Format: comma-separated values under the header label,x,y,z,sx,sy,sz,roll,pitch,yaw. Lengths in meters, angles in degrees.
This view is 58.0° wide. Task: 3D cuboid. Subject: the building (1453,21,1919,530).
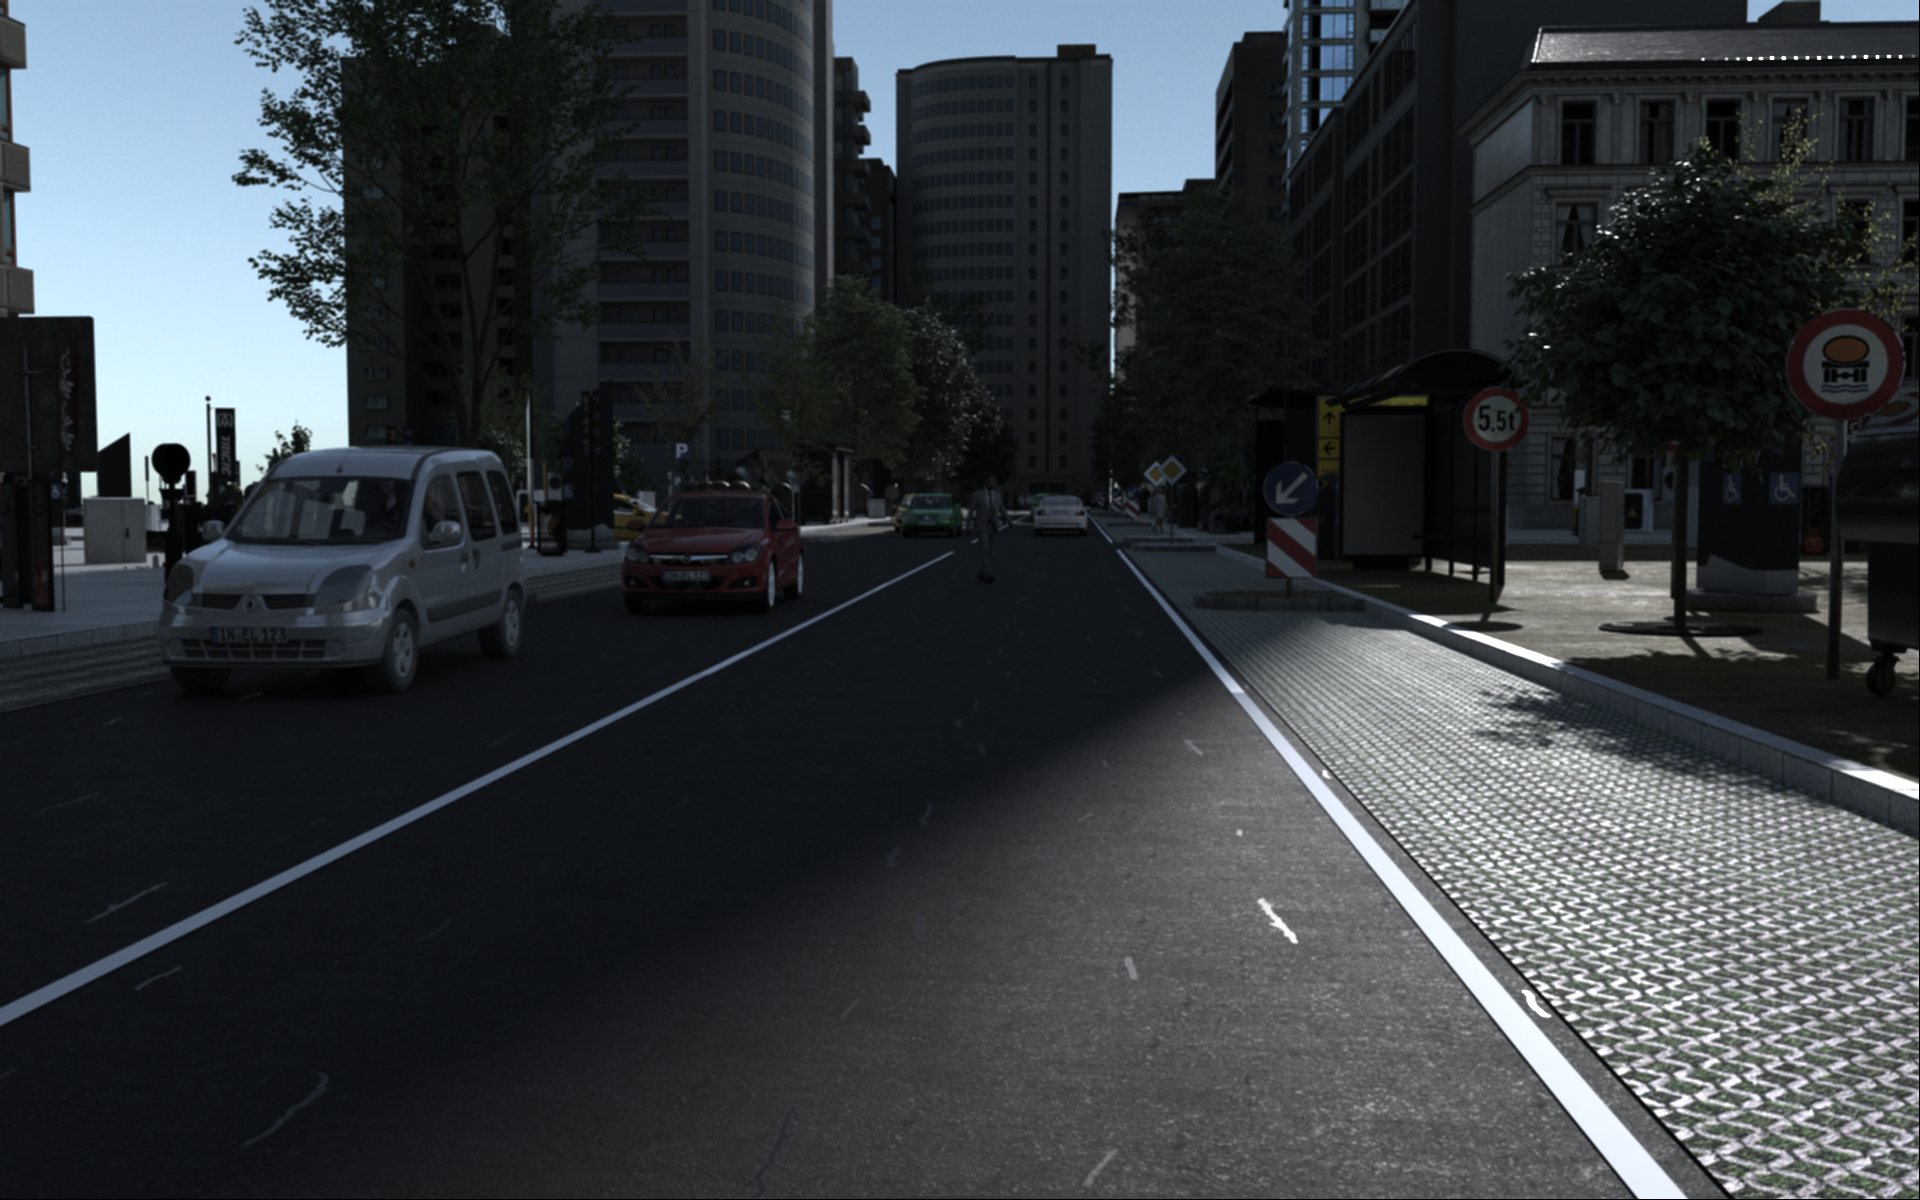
label,x,y,z,sx,sy,sz,roll,pitch,yaw
building,29.730,-12.335,66.297,19.286,19.102,10.561,0,4,4

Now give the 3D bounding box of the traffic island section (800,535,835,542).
label,x,y,z,sx,sy,sz,roll,pitch,yaw
traffic island section,-4.911,-1.862,52.724,2.009,0.180,2.903,0,4,4

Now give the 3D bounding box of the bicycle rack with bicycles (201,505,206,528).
label,x,y,z,sx,sy,sz,roll,pitch,yaw
bicycle rack with bicycles,-24.704,-2.702,57.553,2.925,0.926,2.852,-1,4,-20

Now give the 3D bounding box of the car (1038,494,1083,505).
label,x,y,z,sx,sy,sz,roll,pitch,yaw
car,4.485,-4.135,77.390,2.009,1.686,4.222,0,4,2

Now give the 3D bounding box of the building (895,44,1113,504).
label,x,y,z,sx,sy,sz,roll,pitch,yaw
building,5.905,-42.165,231.392,28.212,58.520,21.231,0,4,4

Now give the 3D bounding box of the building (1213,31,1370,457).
label,x,y,z,sx,sy,sz,roll,pitch,yaw
building,37.850,-33.957,178.900,21.300,48.544,21.600,0,4,4

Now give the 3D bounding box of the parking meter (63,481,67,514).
label,x,y,z,sx,sy,sz,roll,pitch,yaw
parking meter,-40.415,-4.421,77.987,0.255,1.863,0.399,0,4,-8

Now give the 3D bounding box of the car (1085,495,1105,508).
label,x,y,z,sx,sy,sz,roll,pitch,yaw
car,12.838,-9.256,163.909,1.945,1.354,3.894,0,4,2

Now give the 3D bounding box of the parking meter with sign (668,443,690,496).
label,x,y,z,sx,sy,sz,roll,pitch,yaw
parking meter with sign,-9.730,-3.868,59.511,0.543,3.016,1.738,-1,4,-21

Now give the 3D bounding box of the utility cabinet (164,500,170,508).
label,x,y,z,sx,sy,sz,roll,pitch,yaw
utility cabinet,-48.626,-5.985,106.530,0.318,1.500,1.173,-1,4,-8

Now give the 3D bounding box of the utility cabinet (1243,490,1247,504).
label,x,y,z,sx,sy,sz,roll,pitch,yaw
utility cabinet,14.241,-4.712,85.725,1.173,1.500,0.318,-3,5,-43

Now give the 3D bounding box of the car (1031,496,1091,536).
label,x,y,z,sx,sy,sz,roll,pitch,yaw
car,3.522,-2.943,60.477,2.083,1.381,4.827,0,4,4

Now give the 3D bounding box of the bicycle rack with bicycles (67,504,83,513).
label,x,y,z,sx,sy,sz,roll,pitch,yaw
bicycle rack with bicycles,-53.748,-5.670,106.093,2.925,0.926,2.852,-1,4,-11

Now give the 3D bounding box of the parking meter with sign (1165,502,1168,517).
label,x,y,z,sx,sy,sz,roll,pitch,yaw
parking meter with sign,12.162,-6.124,96.392,1.738,3.016,0.543,0,4,-6

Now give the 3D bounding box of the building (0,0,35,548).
label,x,y,z,sx,sy,sz,roll,pitch,yaw
building,-34.481,-10.866,22.694,28.899,21.520,27.650,0,4,4

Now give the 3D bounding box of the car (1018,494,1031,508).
label,x,y,z,sx,sy,sz,roll,pitch,yaw
car,6.995,-10.699,185.158,2.015,1.641,3.980,0,4,4

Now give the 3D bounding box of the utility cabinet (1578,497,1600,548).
label,x,y,z,sx,sy,sz,roll,pitch,yaw
utility cabinet,15.327,-1.852,41.447,1.020,1.237,0.306,-1,4,-13

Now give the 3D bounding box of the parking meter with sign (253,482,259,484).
label,x,y,z,sx,sy,sz,roll,pitch,yaw
parking meter with sign,-43.492,-6.804,107.512,1.738,3.016,0.543,0,4,-5

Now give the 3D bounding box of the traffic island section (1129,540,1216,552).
label,x,y,z,sx,sy,sz,roll,pitch,yaw
traffic island section,5.397,-1.332,44.059,2.009,0.180,2.903,0,4,4

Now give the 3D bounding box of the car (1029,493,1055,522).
label,x,y,z,sx,sy,sz,roll,pitch,yaw
car,4.524,-4.894,88.810,1.959,1.807,4.718,0,4,4

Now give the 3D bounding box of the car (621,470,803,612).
label,x,y,z,sx,sy,sz,roll,pitch,yaw
car,-3.115,-0.813,22.328,2.155,1.783,4.494,0,4,2

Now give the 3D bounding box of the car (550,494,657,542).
label,x,y,z,sx,sy,sz,roll,pitch,yaw
car,-9.394,-2.319,48.133,3.980,1.641,2.015,0,4,4

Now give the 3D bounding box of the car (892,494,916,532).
label,x,y,z,sx,sy,sz,roll,pitch,yaw
car,-1.551,-3.457,66.741,2.015,1.641,3.980,0,4,4

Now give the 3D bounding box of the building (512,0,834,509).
label,x,y,z,sx,sy,sz,roll,pitch,yaw
building,-22.805,-36.752,142.896,21.231,58.520,28.212,0,4,4

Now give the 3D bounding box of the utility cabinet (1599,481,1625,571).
label,x,y,z,sx,sy,sz,roll,pitch,yaw
utility cabinet,10.907,-1.239,28.935,0.318,1.500,1.173,2,4,25

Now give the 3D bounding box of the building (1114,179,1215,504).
label,x,y,z,sx,sy,sz,roll,pitch,yaw
building,27.382,-33.253,227.283,14.086,41.232,14.154,0,4,4

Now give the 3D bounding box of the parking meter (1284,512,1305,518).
label,x,y,z,sx,sy,sz,roll,pitch,yaw
parking meter,6.811,-1.813,35.348,0.399,1.863,0.255,-1,4,-13

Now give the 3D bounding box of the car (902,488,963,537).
label,x,y,z,sx,sy,sz,roll,pitch,yaw
car,-0.912,-3.057,58.771,1.959,1.807,4.718,0,4,5

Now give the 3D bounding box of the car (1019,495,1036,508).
label,x,y,z,sx,sy,sz,roll,pitch,yaw
car,7.196,-10.237,179.731,2.083,1.381,4.827,0,4,4

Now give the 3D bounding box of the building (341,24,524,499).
label,x,y,z,sx,sy,sz,roll,pitch,yaw
building,-50.916,-34.291,184.363,21.600,48.544,21.300,0,4,4

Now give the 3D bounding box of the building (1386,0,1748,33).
label,x,y,z,sx,sy,sz,roll,pitch,yaw
building,28.394,-18.075,89.028,14.314,27.812,24.014,0,4,4

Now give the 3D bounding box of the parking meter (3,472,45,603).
label,x,y,z,sx,sy,sz,roll,pitch,yaw
parking meter,-11.049,-0.903,20.470,0.399,1.863,0.255,0,4,-8

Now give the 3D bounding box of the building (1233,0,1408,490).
label,x,y,z,sx,sy,sz,roll,pitch,yaw
building,36.937,-51.304,151.495,22.319,86.520,31.000,0,4,4

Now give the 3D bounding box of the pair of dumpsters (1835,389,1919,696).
label,x,y,z,sx,sy,sz,roll,pitch,yaw
pair of dumpsters,6.261,-0.393,8.912,1.574,2.255,4.437,0,4,4

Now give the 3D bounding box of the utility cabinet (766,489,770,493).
label,x,y,z,sx,sy,sz,roll,pitch,yaw
utility cabinet,-8.146,-4.182,77.049,0.318,1.500,1.173,-3,5,-40

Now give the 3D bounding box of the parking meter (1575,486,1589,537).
label,x,y,z,sx,sy,sz,roll,pitch,yaw
parking meter,18.790,-2.684,52.301,0.372,1.533,0.369,0,3,0

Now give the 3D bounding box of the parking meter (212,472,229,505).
label,x,y,z,sx,sy,sz,roll,pitch,yaw
parking meter,-19.524,-2.445,45.692,0.255,1.863,0.399,2,4,28

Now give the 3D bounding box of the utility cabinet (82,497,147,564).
label,x,y,z,sx,sy,sz,roll,pitch,yaw
utility cabinet,-15.719,-1.287,32.212,1.020,1.237,0.306,-2,4,-34

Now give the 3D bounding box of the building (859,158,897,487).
label,x,y,z,sx,sy,sz,roll,pitch,yaw
building,-15.703,-35.489,230.350,14.200,45.320,14.600,0,4,4

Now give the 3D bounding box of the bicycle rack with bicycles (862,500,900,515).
label,x,y,z,sx,sy,sz,roll,pitch,yaw
bicycle rack with bicycles,-4.424,-5.582,104.644,2.852,0.926,2.925,3,5,42

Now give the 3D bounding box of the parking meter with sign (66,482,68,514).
label,x,y,z,sx,sy,sz,roll,pitch,yaw
parking meter with sign,-59.194,-7.210,114.145,1.738,3.016,0.543,2,4,26

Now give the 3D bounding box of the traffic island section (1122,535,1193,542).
label,x,y,z,sx,sy,sz,roll,pitch,yaw
traffic island section,5.908,-1.819,52.028,2.009,0.180,2.903,0,4,4

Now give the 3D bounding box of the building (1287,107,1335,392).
label,x,y,z,sx,sy,sz,roll,pitch,yaw
building,29.779,-19.538,112.959,14.314,27.812,24.014,0,4,4

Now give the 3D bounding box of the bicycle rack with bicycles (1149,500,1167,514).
label,x,y,z,sx,sy,sz,roll,pitch,yaw
bicycle rack with bicycles,12.857,-5.586,104.715,2.925,0.926,2.852,0,4,-6

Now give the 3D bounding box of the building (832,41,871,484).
label,x,y,z,sx,sy,sz,roll,pitch,yaw
building,-25.014,-34.370,181.560,30.456,49.044,23.786,0,4,4

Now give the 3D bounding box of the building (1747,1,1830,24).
label,x,y,z,sx,sy,sz,roll,pitch,yaw
building,77.320,-33.802,176.362,21.600,48.544,21.300,0,4,4

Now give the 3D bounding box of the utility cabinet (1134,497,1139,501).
label,x,y,z,sx,sy,sz,roll,pitch,yaw
utility cabinet,12.863,-7.015,123.372,1.173,1.500,0.318,-3,5,-43
